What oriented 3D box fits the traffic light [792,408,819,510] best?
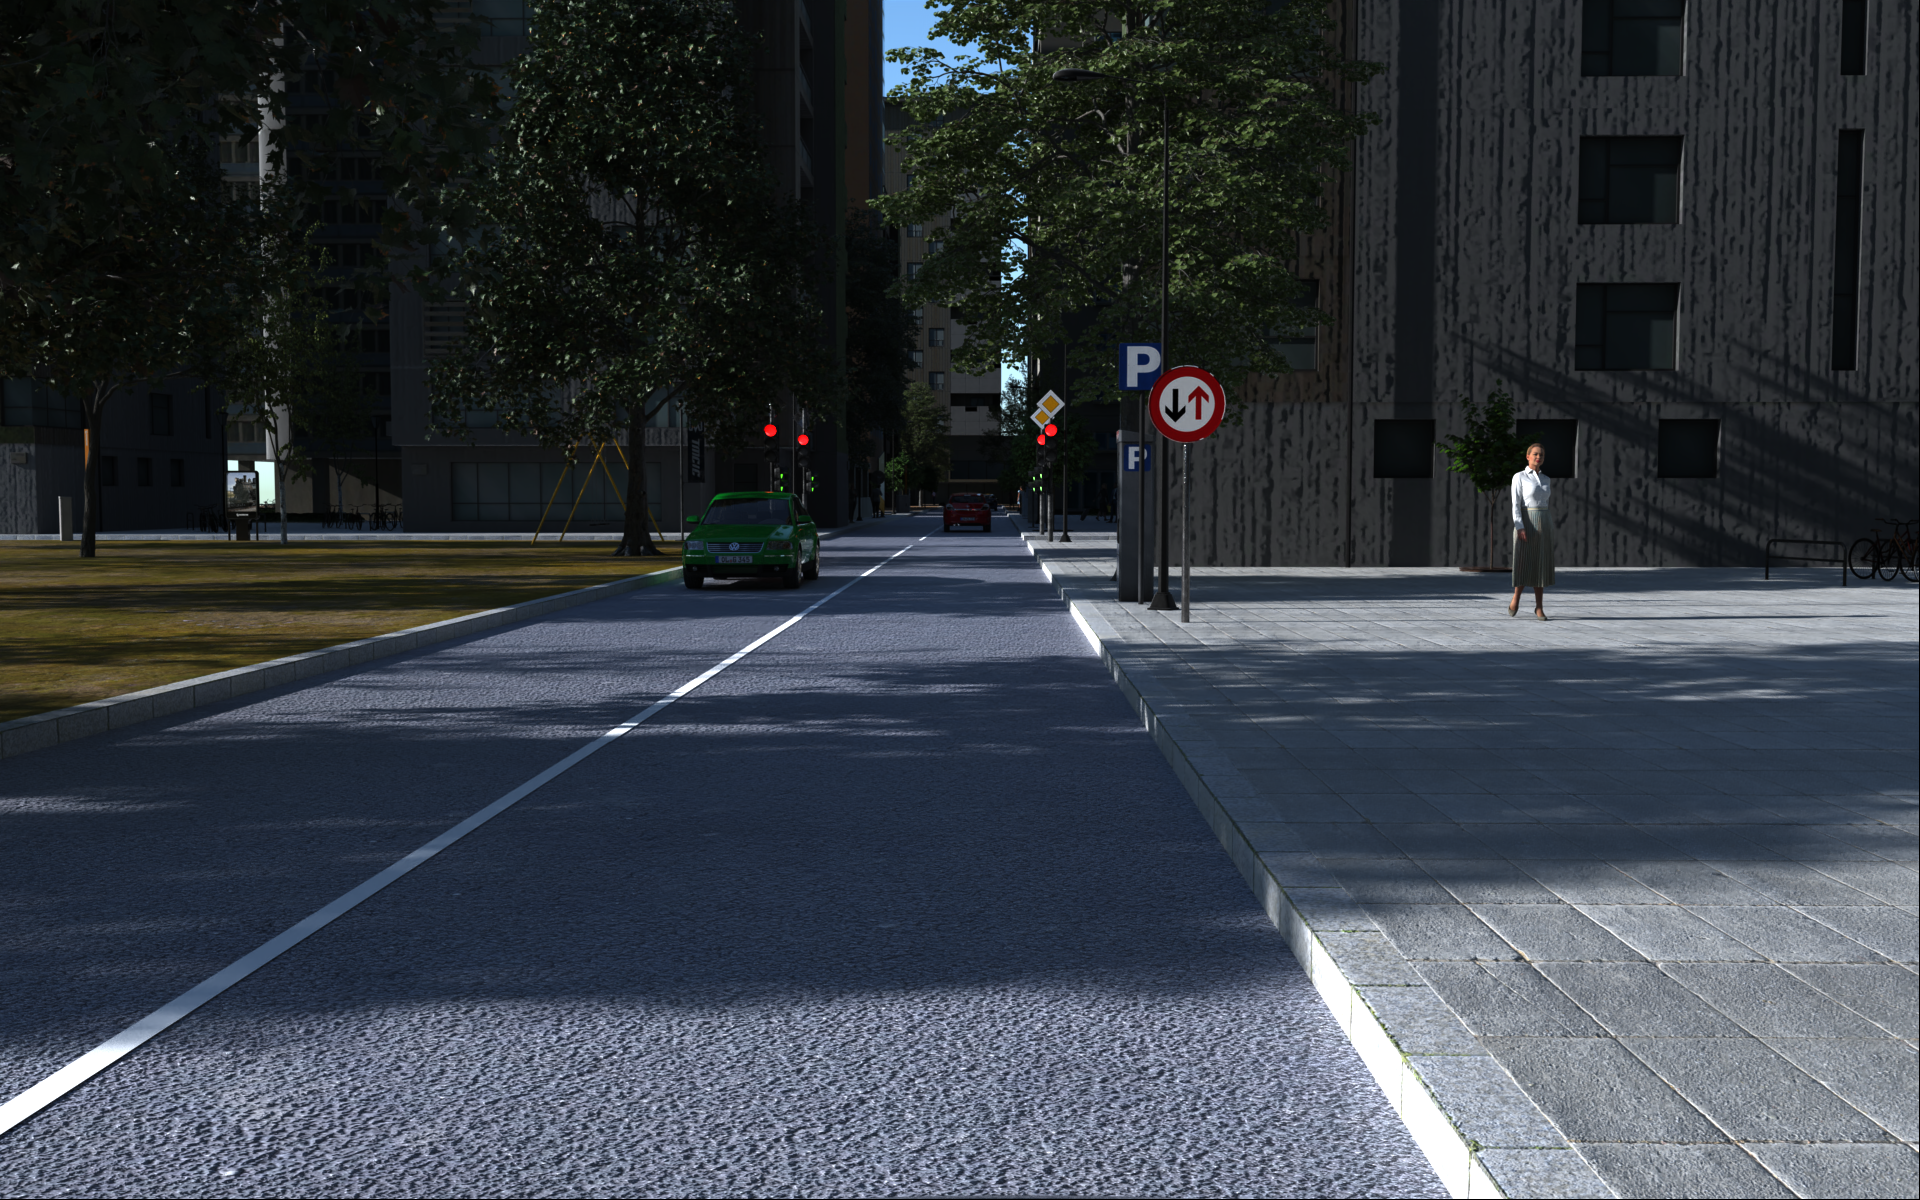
[{"bbox_3d":[-4.890,-4.022,54.677,0.839,4.253,0.868,0,4,1],"label":"traffic light"}]

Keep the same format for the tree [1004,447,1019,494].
[{"bbox_3d":[7.112,-15.717,207.327,4.360,8.622,3.978,0,3,0],"label":"tree"}]

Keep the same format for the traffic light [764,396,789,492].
[{"bbox_3d":[-5.044,-3.533,46.693,0.839,4.253,0.868,0,4,1],"label":"traffic light"}]

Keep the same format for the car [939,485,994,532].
[{"bbox_3d":[0.258,-3.514,66.489,2.155,1.783,4.494,0,4,-1],"label":"car"}]

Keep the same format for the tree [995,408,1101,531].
[{"bbox_3d":[3.222,-4.663,59.961,4.285,4.588,4.351,0,3,0],"label":"tree"}]

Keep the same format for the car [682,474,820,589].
[{"bbox_3d":[-3.284,-1.155,27.685,1.959,1.807,4.718,0,4,1],"label":"car"}]

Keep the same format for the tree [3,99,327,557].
[{"bbox_3d":[-17.468,-6.136,34.742,7.601,10.594,8.767,2,4,29],"label":"tree"}]

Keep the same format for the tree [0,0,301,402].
[{"bbox_3d":[-13.827,-6.427,22.085,9.611,12.733,9.660,0,3,0],"label":"tree"}]

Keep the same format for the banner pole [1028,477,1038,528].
[{"bbox_3d":[2.960,-4.642,65.913,0.863,3.779,0.401,3,5,45],"label":"banner pole"}]

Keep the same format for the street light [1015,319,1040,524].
[{"bbox_3d":[2.276,-4.505,46.190,1.470,5.913,1.316,0,4,1],"label":"street light"}]

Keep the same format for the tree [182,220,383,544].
[{"bbox_3d":[-17.452,-5.727,43.993,4.737,8.622,4.395,0,3,0],"label":"tree"}]

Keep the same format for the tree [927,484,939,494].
[{"bbox_3d":[-3.183,-12.285,195.457,1.663,3.219,1.824,0,3,0],"label":"tree"}]

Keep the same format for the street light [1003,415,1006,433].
[{"bbox_3d":[3.308,-7.879,101.355,1.470,5.913,1.316,0,4,1],"label":"street light"}]

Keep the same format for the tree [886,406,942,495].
[{"bbox_3d":[-3.927,-11.710,141.828,4.360,8.622,3.978,0,3,0],"label":"tree"}]

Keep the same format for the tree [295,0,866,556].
[{"bbox_3d":[-6.654,-7.275,35.947,9.611,12.733,9.660,0,3,0],"label":"tree"}]

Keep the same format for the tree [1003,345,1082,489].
[{"bbox_3d":[3.882,-8.249,85.238,4.737,8.622,4.395,0,3,0],"label":"tree"}]

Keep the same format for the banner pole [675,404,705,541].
[{"bbox_3d":[-7.360,-3.501,47.264,0.863,3.779,0.401,-1,4,-16],"label":"banner pole"}]

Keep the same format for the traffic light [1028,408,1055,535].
[{"bbox_3d":[2.570,-4.014,54.550,0.839,4.253,0.868,0,4,1],"label":"traffic light"}]

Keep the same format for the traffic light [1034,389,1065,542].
[{"bbox_3d":[2.416,-3.526,46.566,0.839,4.253,0.868,0,4,1],"label":"traffic light"}]

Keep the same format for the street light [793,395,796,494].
[{"bbox_3d":[-4.774,-5.077,55.544,1.470,5.913,1.316,0,4,1],"label":"street light"}]

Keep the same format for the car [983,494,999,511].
[{"bbox_3d":[2.293,-8.257,147.008,2.014,1.417,4.499,0,4,1],"label":"car"}]

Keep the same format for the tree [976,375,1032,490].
[{"bbox_3d":[4.688,-12.247,134.652,7.601,10.594,8.767,0,4,-3],"label":"tree"}]

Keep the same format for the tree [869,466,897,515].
[{"bbox_3d":[-4.842,-6.844,106.500,1.663,3.219,1.824,0,3,0],"label":"tree"}]

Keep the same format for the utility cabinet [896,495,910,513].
[{"bbox_3d":[-3.945,-6.648,119.853,1.020,1.237,0.306,-3,5,-45],"label":"utility cabinet"}]

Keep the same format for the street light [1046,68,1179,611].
[{"bbox_3d":[1.715,-2.846,19.075,1.470,5.913,1.316,0,4,1],"label":"street light"}]

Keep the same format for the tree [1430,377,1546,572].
[{"bbox_3d":[8.910,-2.081,28.633,1.663,3.219,1.824,0,3,0],"label":"tree"}]

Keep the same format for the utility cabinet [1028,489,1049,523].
[{"bbox_3d":[3.428,-4.128,76.175,0.318,1.500,1.173,-2,4,-33],"label":"utility cabinet"}]

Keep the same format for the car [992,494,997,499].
[{"bbox_3d":[2.780,-10.148,176.139,2.015,1.641,3.980,0,4,1],"label":"car"}]

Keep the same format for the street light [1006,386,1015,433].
[{"bbox_3d":[2.843,-6.222,74.268,1.470,5.913,1.316,0,4,1],"label":"street light"}]

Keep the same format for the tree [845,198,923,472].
[{"bbox_3d":[-6.056,-10.329,75.527,9.857,13.997,8.962,0,3,0],"label":"tree"}]

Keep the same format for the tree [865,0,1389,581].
[{"bbox_3d":[2.449,-6.578,25.679,7.486,12.596,7.792,0,3,0],"label":"tree"}]

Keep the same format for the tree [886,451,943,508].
[{"bbox_3d":[-4.377,-8.979,130.512,4.285,4.588,4.351,0,3,0],"label":"tree"}]

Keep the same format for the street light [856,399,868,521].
[{"bbox_3d":[-4.274,-6.743,82.784,1.470,5.913,1.316,0,4,1],"label":"street light"}]

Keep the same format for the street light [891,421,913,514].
[{"bbox_3d":[-3.687,-8.411,110.053,1.470,5.913,1.316,0,4,1],"label":"street light"}]
